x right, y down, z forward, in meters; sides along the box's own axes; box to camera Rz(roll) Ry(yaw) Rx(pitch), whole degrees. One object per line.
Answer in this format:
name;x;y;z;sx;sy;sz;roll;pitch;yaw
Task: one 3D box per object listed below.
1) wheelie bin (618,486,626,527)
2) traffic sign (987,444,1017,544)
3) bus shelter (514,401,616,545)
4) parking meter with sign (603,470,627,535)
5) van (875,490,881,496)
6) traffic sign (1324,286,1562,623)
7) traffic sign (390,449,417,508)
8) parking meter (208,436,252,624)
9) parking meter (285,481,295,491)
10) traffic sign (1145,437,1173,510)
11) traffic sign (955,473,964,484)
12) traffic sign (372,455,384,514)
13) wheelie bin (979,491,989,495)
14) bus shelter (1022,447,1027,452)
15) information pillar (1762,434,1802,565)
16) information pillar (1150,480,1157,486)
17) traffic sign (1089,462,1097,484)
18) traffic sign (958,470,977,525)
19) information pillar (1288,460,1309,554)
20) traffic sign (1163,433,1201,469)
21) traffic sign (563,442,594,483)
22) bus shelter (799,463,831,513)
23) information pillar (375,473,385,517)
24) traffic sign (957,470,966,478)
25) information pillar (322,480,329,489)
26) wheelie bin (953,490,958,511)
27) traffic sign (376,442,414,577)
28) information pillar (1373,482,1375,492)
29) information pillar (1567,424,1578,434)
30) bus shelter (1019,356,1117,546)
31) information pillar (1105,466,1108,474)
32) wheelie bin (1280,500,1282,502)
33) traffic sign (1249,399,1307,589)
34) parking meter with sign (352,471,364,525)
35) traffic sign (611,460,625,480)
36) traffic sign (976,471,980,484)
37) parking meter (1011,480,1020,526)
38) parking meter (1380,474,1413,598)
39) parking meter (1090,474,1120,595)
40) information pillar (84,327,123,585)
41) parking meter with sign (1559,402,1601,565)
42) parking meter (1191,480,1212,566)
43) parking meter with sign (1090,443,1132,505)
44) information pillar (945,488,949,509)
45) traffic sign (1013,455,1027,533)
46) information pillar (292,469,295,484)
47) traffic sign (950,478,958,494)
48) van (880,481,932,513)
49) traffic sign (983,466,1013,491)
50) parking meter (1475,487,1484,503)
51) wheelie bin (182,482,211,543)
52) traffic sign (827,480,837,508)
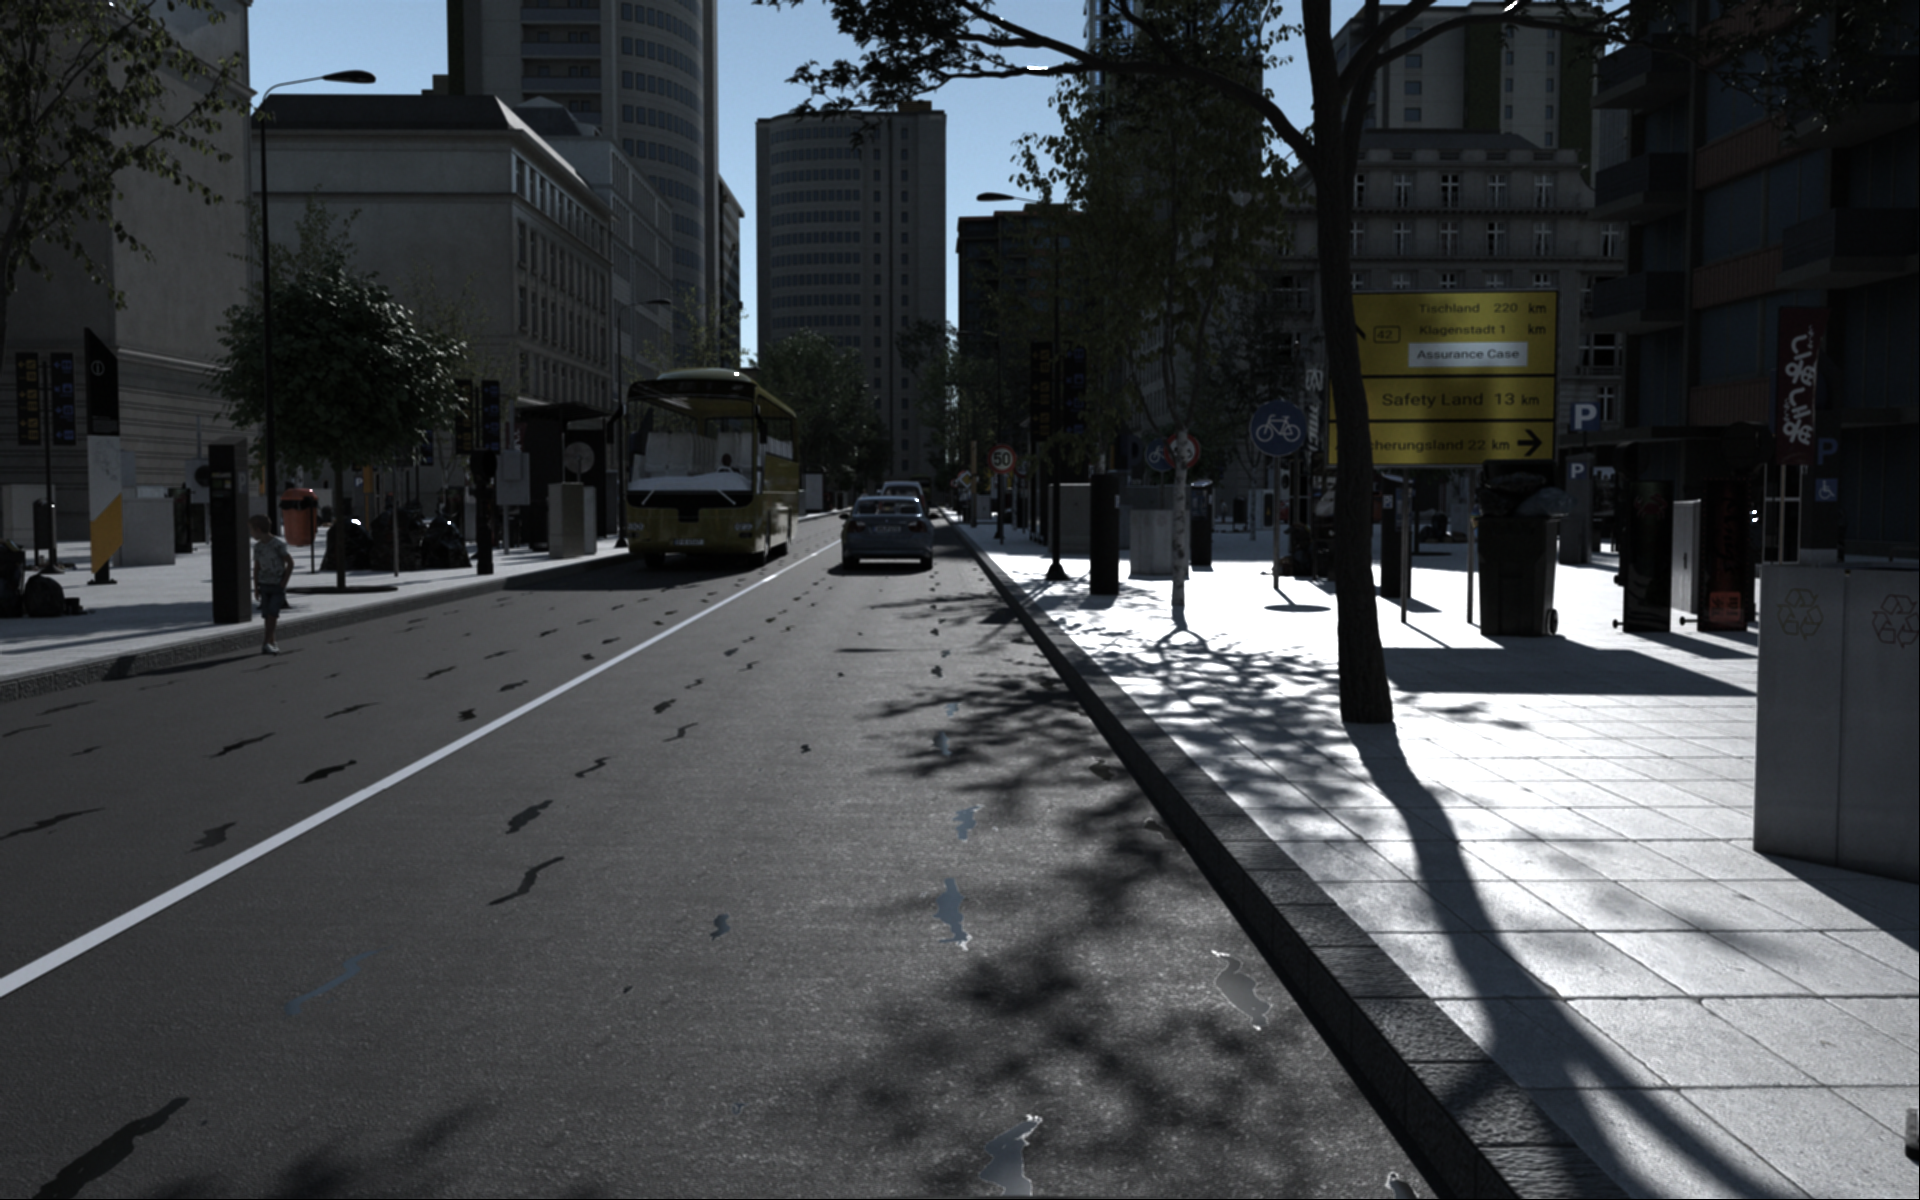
wheelie bin;-13.253;-3.587;66.562;0.980;1.594;0.693;3;4;38
traffic sign;1.064;-2.687;44.030;0.768;2.556;0.104;0;4;-1
bus shelter;-10.669;-3.409;47.025;1.731;3.624;6.357;0;4;-1
parking meter with sign;-11.193;-3.589;54.937;1.738;3.016;0.543;-1;4;-9
van;-7.446;-9.844;167.968;2.013;2.044;4.112;0;4;-3
traffic sign;4.759;-1.426;17.184;2.265;3.308;0.079;0;4;6
traffic sign;-12.729;-2.403;39.397;0.768;2.556;0.104;1;4;8
parking meter;-7.262;-0.705;17.234;0.255;1.863;0.399;0;4;1
parking meter;-30.638;-4.500;79.279;0.399;1.863;0.255;0;4;-8
traffic sign;4.528;-2.366;38.792;0.768;2.556;0.104;0;4;6
traffic sign;0.150;-4.682;80.187;0.795;2.450;0.064;0;4;-1
traffic sign;-11.294;-2.061;33.801;0.768;2.556;0.104;0;4;4
wheelie bin;1.560;-6.657;116.752;0.693;1.594;0.980;1;4;18
bus shelter;4.138;-5.957;88.676;1.731;3.624;6.357;0;4;-1
information pillar;10.063;-1.022;21.202;0.304;2.012;0.304;-1;4;-19
information pillar;10.410;-5.426;93.204;0.304;2.012;0.304;-2;4;-25
traffic sign;5.153;-4.202;68.808;0.768;2.556;0.104;0;4;7
traffic sign;0.302;-4.193;72.204;0.795;2.450;0.064;0;4;-1
information pillar;7.266;-1.998;37.161;0.304;2.012;0.304;-2;4;-31
traffic sign;4.563;-2.178;35.710;0.768;2.556;0.104;0;4;1
traffic sign;-9.333;-2.587;42.399;0.768;2.556;0.104;0;4;0
bus shelter;-9.883;-7.547;117.311;2.014;3.302;5.546;0;4;-1
information pillar;-20.466;-3.463;61.113;0.304;2.012;0.304;-1;4;-15
traffic sign;0.238;-5.673;92.855;0.768;2.556;0.104;0;3;0
information pillar;-32.777;-5.200;89.511;0.304;2.012;0.304;-2;4;-25
wheelie bin;-0.206;-7.439;129.543;0.693;1.594;0.980;0;4;-1
traffic sign;-8.760;-1.512;26.856;0.606;2.300;0.079;0;4;2
information pillar;13.490;-4.035;57.334;0.504;3.616;0.183;0;4;0
information pillar;20.472;-4.063;57.790;0.504;3.616;0.183;0;4;1
bus shelter;2.765;-4.230;46.786;2.179;5.291;8.768;0;4;-1
information pillar;11.613;-8.930;137.354;0.183;3.616;0.504;-2;4;-30
wheelie bin;15.831;-4.772;85.934;0.980;1.594;0.693;-1;4;-16
traffic sign;4.294;-1.428;23.450;0.768;2.556;0.104;0;4;4
parking meter with sign;-21.521;-4.018;61.950;0.543;3.016;1.738;-1;4;-21
traffic sign;-12.568;-3.929;64.349;0.768;2.556;0.104;0;4;-1
traffic sign;0.767;-5.470;89.433;0.884;2.594;0.081;0;4;2
parking meter;2.231;-3.912;69.670;0.255;1.863;0.399;-1;4;-13
parking meter;5.418;-0.800;21.493;0.372;1.533;0.369;0;3;0
parking meter;1.849;-0.840;22.140;0.372;1.533;0.369;0;3;0
information pillar;-12.162;-2.033;24.590;0.183;3.616;0.504;2;4;24
parking meter with sign;11.487;-2.197;32.184;0.543;3.016;1.738;2;4;27
parking meter;4.339;-1.390;31.132;0.372;1.533;0.369;0;3;0
parking meter with sign;4.969;-3.535;54.054;1.738;3.016;0.543;2;4;27
information pillar;-1.105;-9.053;152.500;0.304;2.012;0.304;1;4;12
traffic sign;2.082;-3.439;56.335;0.768;2.556;0.104;0;3;0
information pillar;-34.640;-6.033;89.998;0.183;3.616;0.504;-1;4;-14
traffic sign;-0.413;-8.503;139.124;0.768;2.556;0.104;0;4;3
van;-1.945;-3.152;58.547;2.013;2.044;4.112;0;4;-1
traffic sign;2.836;-8.144;127.023;2.265;3.308;0.079;0;4;5
parking meter;19.296;-3.424;64.391;0.372;1.533;0.369;0;3;0
wheelie bin;-20.236;-2.326;45.940;0.693;1.594;0.980;3;5;41
traffic sign;-10.251;-8.508;139.106;0.884;2.594;0.081;0;4;4
